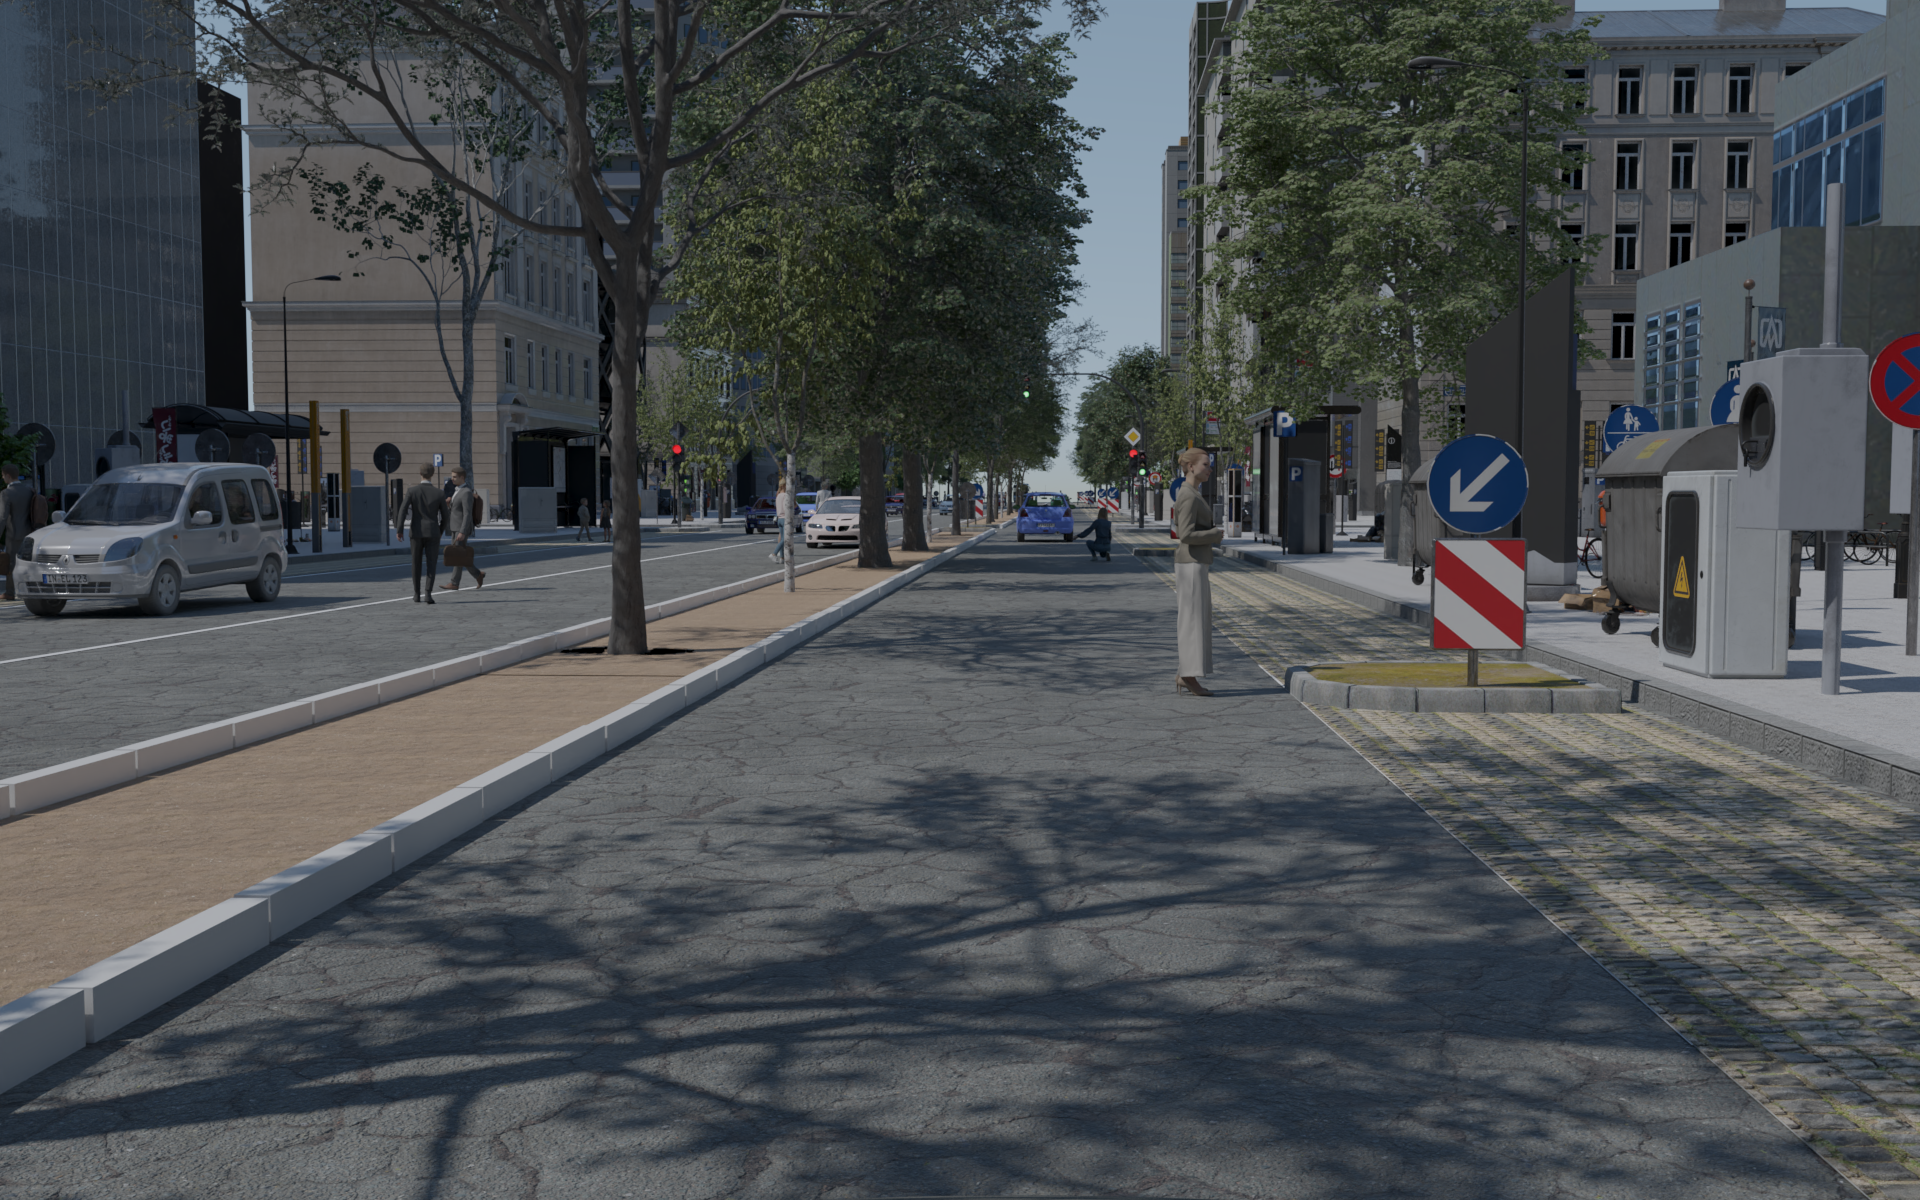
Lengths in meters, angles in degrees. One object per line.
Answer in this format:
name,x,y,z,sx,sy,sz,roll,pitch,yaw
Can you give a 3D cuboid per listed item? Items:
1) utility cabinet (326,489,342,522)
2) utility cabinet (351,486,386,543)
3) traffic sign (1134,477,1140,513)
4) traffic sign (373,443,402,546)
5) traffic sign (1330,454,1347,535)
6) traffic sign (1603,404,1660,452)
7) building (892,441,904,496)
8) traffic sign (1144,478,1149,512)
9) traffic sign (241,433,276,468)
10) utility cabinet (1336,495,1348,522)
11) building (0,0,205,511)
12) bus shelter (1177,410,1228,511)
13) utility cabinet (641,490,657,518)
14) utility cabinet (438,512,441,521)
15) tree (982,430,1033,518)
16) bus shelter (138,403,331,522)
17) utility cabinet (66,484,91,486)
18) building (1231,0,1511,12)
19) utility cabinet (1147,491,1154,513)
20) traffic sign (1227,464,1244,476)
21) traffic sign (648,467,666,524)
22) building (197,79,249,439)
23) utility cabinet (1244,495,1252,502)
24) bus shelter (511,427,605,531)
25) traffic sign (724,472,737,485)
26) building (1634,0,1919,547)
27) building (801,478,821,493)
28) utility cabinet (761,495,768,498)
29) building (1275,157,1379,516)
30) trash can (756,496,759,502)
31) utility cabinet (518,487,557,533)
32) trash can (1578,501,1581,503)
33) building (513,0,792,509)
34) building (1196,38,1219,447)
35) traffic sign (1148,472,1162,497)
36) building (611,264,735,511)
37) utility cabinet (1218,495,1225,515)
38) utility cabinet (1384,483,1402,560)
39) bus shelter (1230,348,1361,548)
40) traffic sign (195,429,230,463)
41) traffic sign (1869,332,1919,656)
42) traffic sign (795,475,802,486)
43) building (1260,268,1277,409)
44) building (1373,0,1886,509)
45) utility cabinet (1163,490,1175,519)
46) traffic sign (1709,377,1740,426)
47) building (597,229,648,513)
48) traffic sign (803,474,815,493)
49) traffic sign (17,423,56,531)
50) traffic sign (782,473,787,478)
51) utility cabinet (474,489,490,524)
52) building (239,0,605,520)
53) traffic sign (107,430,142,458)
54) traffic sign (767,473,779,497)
utility cabinet,-28.277,-4.297,78.932,1.173,1.500,0.318,-3,5,-40
utility cabinet,-15.520,-2.240,45.303,1.173,1.500,0.318,1,4,23
traffic sign,12.178,-7.260,118.800,0.768,2.556,0.104,1,4,12
traffic sign,-14.207,-2.621,42.957,0.768,2.556,0.104,1,4,11
traffic sign,11.861,-3.346,54.808,0.768,2.556,0.104,0,4,5
traffic sign,9.535,-1.503,24.683,0.768,2.556,0.104,0,4,7
building,-16.320,-37.788,301.427,14.154,41.232,14.086,0,4,3
traffic sign,11.151,-6.270,104.649,0.606,2.300,0.079,1,4,8
traffic sign,-14.700,-2.214,36.301,0.768,2.556,0.104,0,4,7
utility cabinet,17.644,-4.209,79.977,0.306,1.237,1.020,2,4,27
building,-34.805,-14.212,50.396,19.932,24.808,12.078,0,4,3
bus shelter,11.317,-6.320,80.961,2.179,5.291,8.768,0,4,3
utility cabinet,-16.553,-5.107,92.174,0.318,1.500,1.173,1,4,19
utility cabinet,-24.832,-4.362,82.481,0.306,1.237,1.020,0,4,-8
tree,2.504,-9.175,102.838,4.360,8.622,3.978,0,3,0
bus shelter,-17.163,-2.904,41.403,2.014,3.302,5.546,0,4,3
utility cabinet,-18.668,-1.749,37.269,1.173,1.500,0.318,1,4,22
building,40.956,-35.429,168.499,28.713,52.752,27.495,0,4,3
utility cabinet,12.682,-6.557,115.893,0.318,1.500,1.173,-1,4,-9
traffic sign,11.476,-4.418,72.340,0.768,2.556,0.104,0,4,5
traffic sign,-12.902,-4.439,73.757,0.795,2.450,0.064,0,4,6
building,-48.489,-16.043,91.976,15.834,23.373,12.332,0,4,3
utility cabinet,18.620,-6.281,113.861,0.306,1.237,1.020,-2,4,-33
bus shelter,-14.644,-4.414,63.458,1.731,3.624,6.357,0,4,4
traffic sign,-13.216,-6.092,99.714,0.768,2.556,0.104,1,4,12
building,30.596,-44.109,33.860,22.319,86.520,31.000,0,4,3
building,-32.025,-30.542,191.238,32.217,40.220,23.993,0,4,3
utility cabinet,-12.209,-6.115,111.134,1.020,1.237,0.306,0,4,5
building,29.808,-18.131,115.507,14.314,24.678,30.058,0,4,3
trash can,-13.627,-6.293,114.541,0.748,1.137,0.748,0,3,0
utility cabinet,-13.773,-2.926,56.519,1.173,1.500,0.318,-2,4,-28
trash can,11.992,-1.404,34.603,0.748,1.137,0.748,0,3,0
building,-28.375,-38.037,163.905,21.231,58.520,28.212,0,4,3
building,42.188,-37.164,196.867,28.713,52.752,27.495,0,4,3
traffic sign,11.181,-6.065,99.270,0.768,2.556,0.104,1,4,10
building,-24.530,-16.773,138.860,10.561,19.102,19.286,0,4,3
utility cabinet,15.778,-5.707,104.475,0.306,1.237,1.020,0,4,-4
utility cabinet,8.832,-1.527,33.648,1.173,1.500,0.318,-1,4,-17
bus shelter,8.667,-4.132,45.184,2.179,5.291,8.768,0,4,3
traffic sign,-14.596,-2.061,33.809,0.768,2.556,0.104,1,4,12
traffic sign,7.560,-0.831,13.688,0.768,2.556,0.104,1,4,13
traffic sign,-11.149,-7.203,117.769,0.884,2.594,0.081,1,4,9
building,31.165,-18.905,138.773,12.332,23.373,15.834,0,4,3
building,34.410,-17.738,87.283,25.104,27.353,12.463,0,4,3
utility cabinet,10.398,-4.753,86.384,0.318,1.500,1.173,-3,4,-39
traffic sign,8.484,-1.141,18.761,0.768,2.556,0.104,1,4,9
building,-29.761,-15.174,115.540,16.820,18.784,16.811,0,4,3
traffic sign,-9.827,-6.878,112.553,0.768,2.556,0.104,1,4,10
traffic sign,-16.505,-1.884,30.912,0.768,2.556,0.104,0,4,4
traffic sign,-10.330,-6.348,103.902,0.768,2.556,0.104,0,4,5
utility cabinet,-20.832,-4.023,74.461,1.173,1.500,0.318,1,4,8
building,-28.793,-18.985,96.307,13.634,28.700,20.117,0,4,3
traffic sign,-16.557,-2.093,34.322,0.768,2.556,0.104,1,4,10
traffic sign,-11.486,-6.487,106.171,0.768,2.556,0.104,1,4,12
